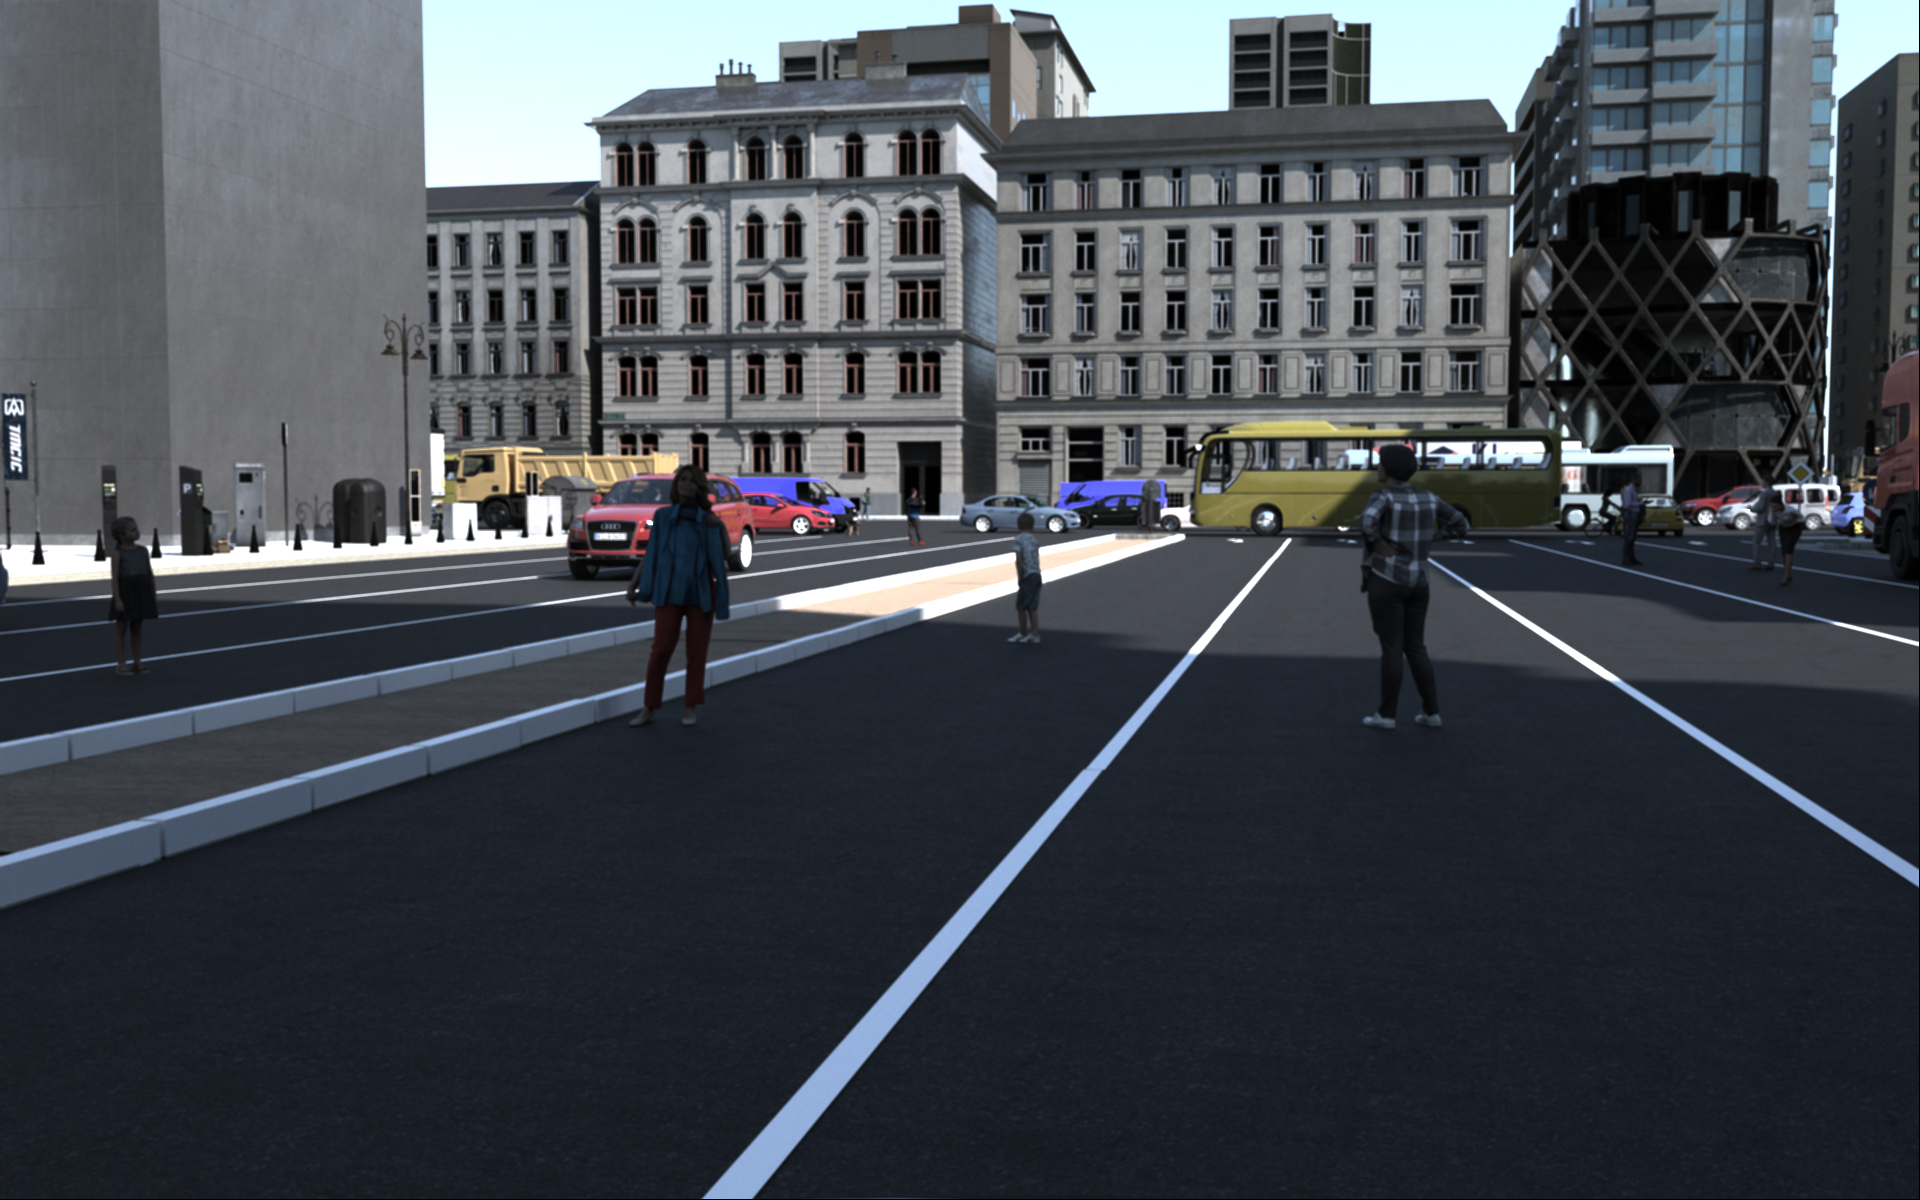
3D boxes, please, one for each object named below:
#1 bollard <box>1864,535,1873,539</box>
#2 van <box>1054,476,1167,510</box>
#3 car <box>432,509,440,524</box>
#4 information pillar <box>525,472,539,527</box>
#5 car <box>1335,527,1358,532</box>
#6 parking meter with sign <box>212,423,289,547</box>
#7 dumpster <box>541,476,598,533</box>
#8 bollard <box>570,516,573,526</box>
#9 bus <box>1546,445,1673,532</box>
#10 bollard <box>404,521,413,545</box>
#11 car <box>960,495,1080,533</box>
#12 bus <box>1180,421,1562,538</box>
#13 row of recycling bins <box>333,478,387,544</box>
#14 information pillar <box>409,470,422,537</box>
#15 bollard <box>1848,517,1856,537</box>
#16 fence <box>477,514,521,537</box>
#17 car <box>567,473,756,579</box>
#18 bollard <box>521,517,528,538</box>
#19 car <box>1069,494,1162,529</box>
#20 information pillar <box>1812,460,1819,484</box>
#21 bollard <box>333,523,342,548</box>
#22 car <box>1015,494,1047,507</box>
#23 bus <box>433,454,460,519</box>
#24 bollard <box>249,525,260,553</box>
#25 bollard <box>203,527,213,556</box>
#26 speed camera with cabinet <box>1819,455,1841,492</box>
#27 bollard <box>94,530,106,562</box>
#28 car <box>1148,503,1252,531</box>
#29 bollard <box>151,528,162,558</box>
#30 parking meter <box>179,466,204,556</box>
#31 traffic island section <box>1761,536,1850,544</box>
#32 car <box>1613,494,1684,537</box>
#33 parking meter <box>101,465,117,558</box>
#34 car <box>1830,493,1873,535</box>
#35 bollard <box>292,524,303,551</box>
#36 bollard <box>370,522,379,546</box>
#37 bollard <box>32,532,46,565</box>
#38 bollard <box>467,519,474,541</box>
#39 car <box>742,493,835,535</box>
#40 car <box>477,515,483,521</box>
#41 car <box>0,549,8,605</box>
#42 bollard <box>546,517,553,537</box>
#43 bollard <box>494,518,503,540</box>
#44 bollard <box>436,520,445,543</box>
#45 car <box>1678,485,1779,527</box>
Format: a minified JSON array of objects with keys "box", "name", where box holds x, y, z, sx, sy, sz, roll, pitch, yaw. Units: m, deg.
[{"box":[26.111,-2.061,49.746,0.229,0.601,0.229,0,3,0],"name":"bollard"},{"box":[6.858,-4.558,78.911,5.245,2.365,2.240,1,4,11],"name":"van"},{"box":[-27.243,-4.358,83.257,4.499,1.417,2.014,1,4,13],"name":"car"},{"box":[-14.080,-3.212,57.009,0.304,2.012,0.304,2,4,35],"name":"information pillar"},{"box":[15.798,-3.278,65.592,4.499,1.417,2.014,1,4,11],"name":"car"},{"box":[-17.294,-2.807,42.156,1.738,3.016,0.543,-1,4,-17],"name":"parking meter with sign"},{"box":[-12.568,-3.054,55.696,1.264,1.857,1.865,1,4,12],"name":"dumpster"},{"box":[-12.013,-2.299,53.630,0.229,0.601,0.229,0,3,0],"name":"bollard"},{"box":[20.484,-4.439,67.440,13.247,3.499,2.948,1,4,10],"name":"bus"},{"box":[-14.038,-1.715,44.080,0.229,0.601,0.229,0,3,0],"name":"bollard"},{"box":[2.255,-3.227,64.756,4.499,1.417,2.014,1,4,12],"name":"car"},{"box":[13.691,-4.083,58.306,12.252,3.916,2.896,1,4,14],"name":"bus"},{"box":[-16.071,-2.390,46.184,1.069,1.692,3.534,-2,4,-28],"name":"row of recycling bins"},{"box":[-16.405,-2.919,52.218,0.304,2.012,0.304,-1,4,-9],"name":"information pillar"},{"box":[26.449,-2.158,51.329,0.229,0.601,0.229,0,3,0],"name":"bollard"},{"box":[-13.917,-2.201,51.365,0.278,0.683,2.069,3,5,42],"name":"fence"},{"box":[-5.209,-1.349,30.737,2.281,1.827,5.304,1,4,11],"name":"car"},{"box":[-12.684,-2.105,50.459,0.229,0.601,0.229,0,3,0],"name":"bollard"},{"box":[6.380,-3.787,71.697,4.222,1.686,2.009,1,4,14],"name":"car"},{"box":[53.500,-7.153,108.301,0.504,3.616,0.183,-1,4,-11],"name":"information pillar"},{"box":[-14.713,-1.522,40.922,0.229,0.601,0.229,0,3,0],"name":"bollard"},{"box":[3.271,-4.633,87.544,2.131,1.459,4.920,1,4,12],"name":"car"},{"box":[-32.418,-6.589,99.269,12.252,3.916,2.896,1,4,11],"name":"bus"},{"box":[-15.388,-1.328,37.752,0.229,0.601,0.229,0,3,0],"name":"bollard"},{"box":[-15.720,-1.231,36.174,0.229,0.601,0.229,0,3,0],"name":"bollard"},{"box":[44.256,-5.700,87.526,2.038,3.252,0.660,-2,4,-32],"name":"speed camera with cabinet"},{"box":[-16.397,-1.038,33.008,0.229,0.601,0.229,0,3,0],"name":"bollard"},{"box":[9.758,-3.379,67.607,4.827,1.381,2.083,1,4,12],"name":"car"},{"box":[-16.057,-1.134,34.585,0.229,0.601,0.229,0,3,0],"name":"bollard"},{"box":[-15.918,-1.846,35.901,0.399,1.863,0.255,1,4,9],"name":"parking meter"},{"box":[24.658,-1.750,50.891,2.009,0.180,2.903,1,4,12],"name":"traffic island section"},{"box":[23.494,-2.996,59.213,2.015,1.641,3.980,1,4,10],"name":"car"},{"box":[-17.182,-1.792,35.007,0.255,1.863,0.399,-2,4,-27],"name":"parking meter"},{"box":[32.677,-3.134,60.826,3.694,1.707,1.945,1,4,10],"name":"car"},{"box":[-15.049,-1.425,39.345,0.229,0.601,0.229,0,3,0],"name":"bollard"},{"box":[-14.378,-1.618,42.503,0.229,0.601,0.229,0,3,0],"name":"bollard"},{"box":[-16.730,-0.941,31.430,0.229,0.601,0.229,0,3,0],"name":"bollard"},{"box":[-13.364,-1.910,47.269,0.229,0.601,0.229,0,3,0],"name":"bollard"},{"box":[-6.667,-3.218,61.654,4.494,1.783,2.155,1,4,11],"name":"car"},{"box":[-24.697,-4.921,92.254,4.920,1.459,2.131,1,4,10],"name":"car"},{"box":[-11.276,-0.273,16.472,2.014,1.417,4.499,1,4,13],"name":"car"},{"box":[-12.345,-2.202,52.052,0.229,0.601,0.229,0,3,0],"name":"bollard"},{"box":[-13.027,-2.007,48.862,0.229,0.601,0.229,0,3,0],"name":"bollard"},{"box":[-13.704,-1.812,45.667,0.229,0.601,0.229,0,3,0],"name":"bollard"},{"box":[34.811,-4.191,77.201,5.304,1.827,2.281,1,4,12],"name":"car"}]
